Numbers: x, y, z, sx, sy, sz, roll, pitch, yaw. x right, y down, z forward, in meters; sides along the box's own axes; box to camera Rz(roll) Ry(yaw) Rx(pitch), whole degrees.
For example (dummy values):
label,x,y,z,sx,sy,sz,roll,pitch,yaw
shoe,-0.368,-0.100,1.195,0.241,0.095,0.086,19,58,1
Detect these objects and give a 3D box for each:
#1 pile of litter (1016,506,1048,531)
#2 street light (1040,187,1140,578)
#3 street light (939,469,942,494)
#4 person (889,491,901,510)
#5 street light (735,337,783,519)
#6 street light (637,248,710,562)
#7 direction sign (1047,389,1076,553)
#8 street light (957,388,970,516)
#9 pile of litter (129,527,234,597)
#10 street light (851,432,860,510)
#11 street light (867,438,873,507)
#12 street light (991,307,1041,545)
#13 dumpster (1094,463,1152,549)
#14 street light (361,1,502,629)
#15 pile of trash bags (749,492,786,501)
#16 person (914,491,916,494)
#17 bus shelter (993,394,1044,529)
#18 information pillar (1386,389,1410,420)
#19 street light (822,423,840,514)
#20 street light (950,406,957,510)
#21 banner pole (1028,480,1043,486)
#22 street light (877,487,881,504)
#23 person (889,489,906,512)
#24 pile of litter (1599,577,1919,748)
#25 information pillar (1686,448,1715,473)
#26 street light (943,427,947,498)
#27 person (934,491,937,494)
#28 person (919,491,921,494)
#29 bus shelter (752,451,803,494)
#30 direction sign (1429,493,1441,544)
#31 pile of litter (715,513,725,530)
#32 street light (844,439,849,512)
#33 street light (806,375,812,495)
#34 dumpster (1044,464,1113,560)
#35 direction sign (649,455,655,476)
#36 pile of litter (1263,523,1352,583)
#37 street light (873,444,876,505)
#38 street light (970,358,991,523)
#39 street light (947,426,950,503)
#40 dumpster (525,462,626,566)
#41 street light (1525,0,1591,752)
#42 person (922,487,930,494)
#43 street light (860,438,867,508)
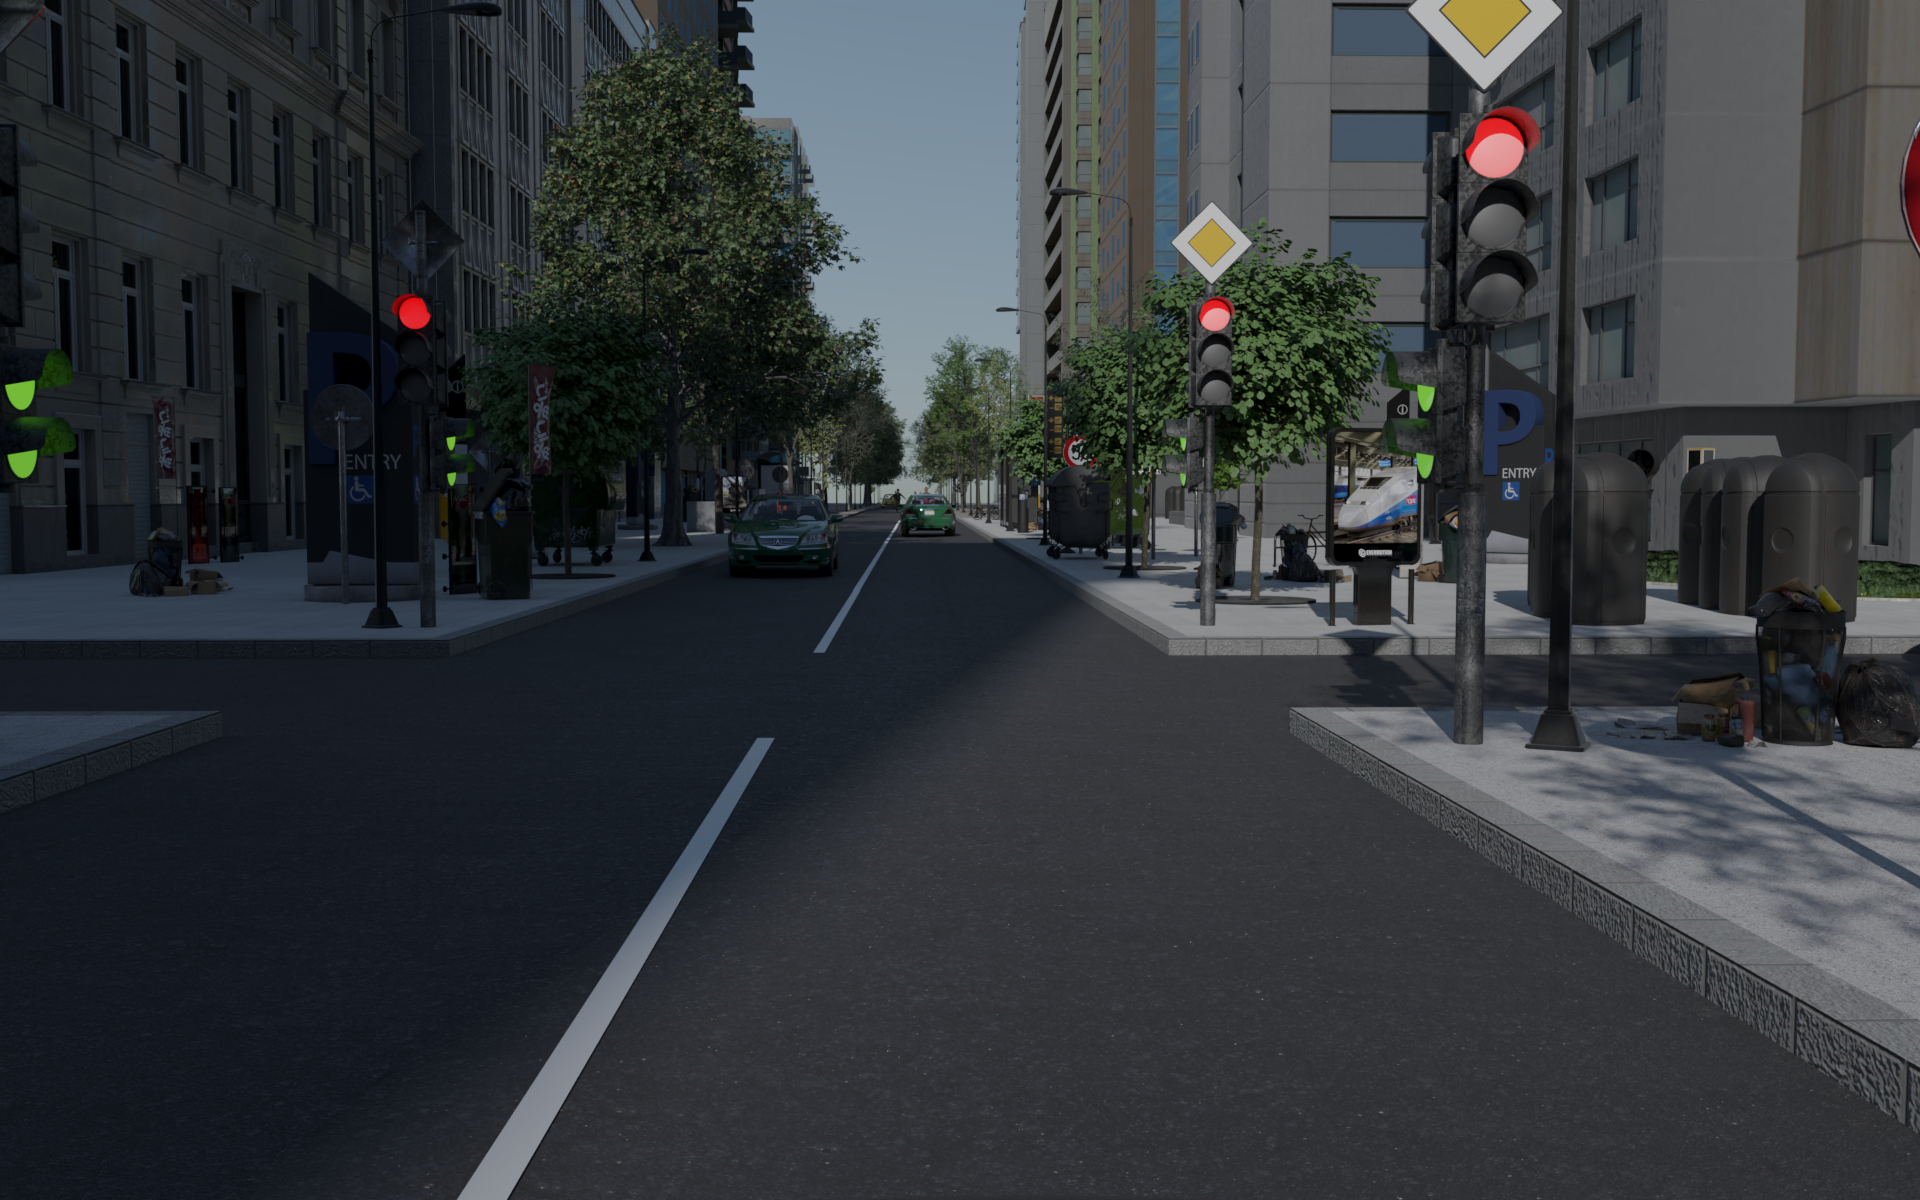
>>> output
label,x,y,z,sx,sy,sz,roll,pitch,yaw
pile of litter,2.795,-2.902,61.406,1.719,0.858,1.176,0,4,-4
street light,2.051,-3.295,26.407,1.470,5.913,1.316,0,4,-1
street light,-0.709,-9.952,135.261,1.470,5.913,1.316,0,4,-1
person,-5.906,-9.093,157.695,1.217,1.766,0.721,-1,4,-23
street light,-5.945,-4.756,50.297,1.470,5.913,1.316,0,4,-1
street light,-5.423,-3.689,32.850,1.470,5.913,1.316,0,4,-1
direction sign,2.322,-2.782,37.488,0.876,3.537,0.379,0,4,-4
street light,0.709,-6.305,75.632,1.470,5.913,1.316,0,4,-1
pile of litter,-10.009,-0.515,22.387,1.176,0.858,1.719,1,4,19
street light,-7.313,-8.422,110.234,1.470,5.913,1.316,0,4,-1
street light,-8.142,-10.433,143.121,1.470,5.913,1.316,0,4,-1
street light,1.590,-4.319,43.156,1.470,5.913,1.316,0,4,-1
dumpster,3.770,-2.339,40.730,1.502,2.255,1.985,0,4,-1
street light,-5.017,-2.687,16.480,1.470,5.913,1.316,0,4,-1
pile of trash bags,-7.497,-3.652,69.456,1.912,1.369,3.447,-1,4,-21
person,-6.005,-13.580,230.557,0.705,1.821,1.348,1,4,10
bus shelter,2.436,-5.505,67.642,2.179,5.291,8.768,0,4,-2
information pillar,9.282,-2.774,36.708,0.504,3.616,0.183,1,4,10
street light,-6.687,-6.826,84.144,1.470,5.913,1.316,0,4,-1
street light,0.347,-7.299,91.872,1.470,5.913,1.316,0,4,-1
banner pole,2.867,-4.452,62.802,0.863,3.779,0.401,-1,4,-13
street light,-8.979,-12.480,176.595,1.470,5.913,1.316,0,4,-1
person,-4.876,-7.829,136.139,1.348,1.869,0.705,0,4,5
pile of litter,4.330,0.292,9.185,1.719,0.858,1.176,2,4,24
information pillar,11.814,-1.418,27.672,0.304,2.012,0.304,-2,4,-28
street light,-0.287,-8.959,119.023,1.470,5.913,1.316,0,4,-1
person,-2.049,-8.213,143.718,0.436,1.711,0.756,3,4,39
person,-4.588,-11.707,200.638,1.217,1.736,0.721,0,4,-6
bus shelter,-8.794,-5.504,83.910,2.014,3.302,5.546,0,4,-1
direction sign,12.228,-3.202,44.354,0.379,3.537,0.876,1,4,12
pile of litter,-9.129,-2.963,62.405,1.176,0.858,1.719,2,4,34
street light,-6.853,-7.391,93.389,1.470,5.913,1.316,0,4,-1
street light,-6.305,-5.749,66.537,1.470,5.913,1.316,0,4,-1
dumpster,2.377,-1.762,34.573,1.264,1.857,1.865,0,4,-1
direction sign,-13.641,-5.072,74.928,0.876,3.537,0.379,-1,4,-8
pile of litter,5.154,-0.721,25.756,1.176,0.858,1.719,0,4,-6
street light,-8.630,-11.434,159.493,1.470,5.913,1.316,0,4,-1
street light,1.186,-5.312,59.395,1.470,5.913,1.316,0,4,-1
street light,0.104,-7.966,102.784,1.470,5.913,1.316,0,4,-1
dumpster,-6.970,-1.770,31.437,1.502,2.255,1.985,0,4,-1
street light,2.491,-2.205,8.593,1.470,5.913,1.316,0,4,-1
person,-1.886,-5.409,96.878,1.348,1.831,0.705,0,4,-4
street light,-7.765,-9.440,126.882,1.470,5.913,1.316,0,4,-1
